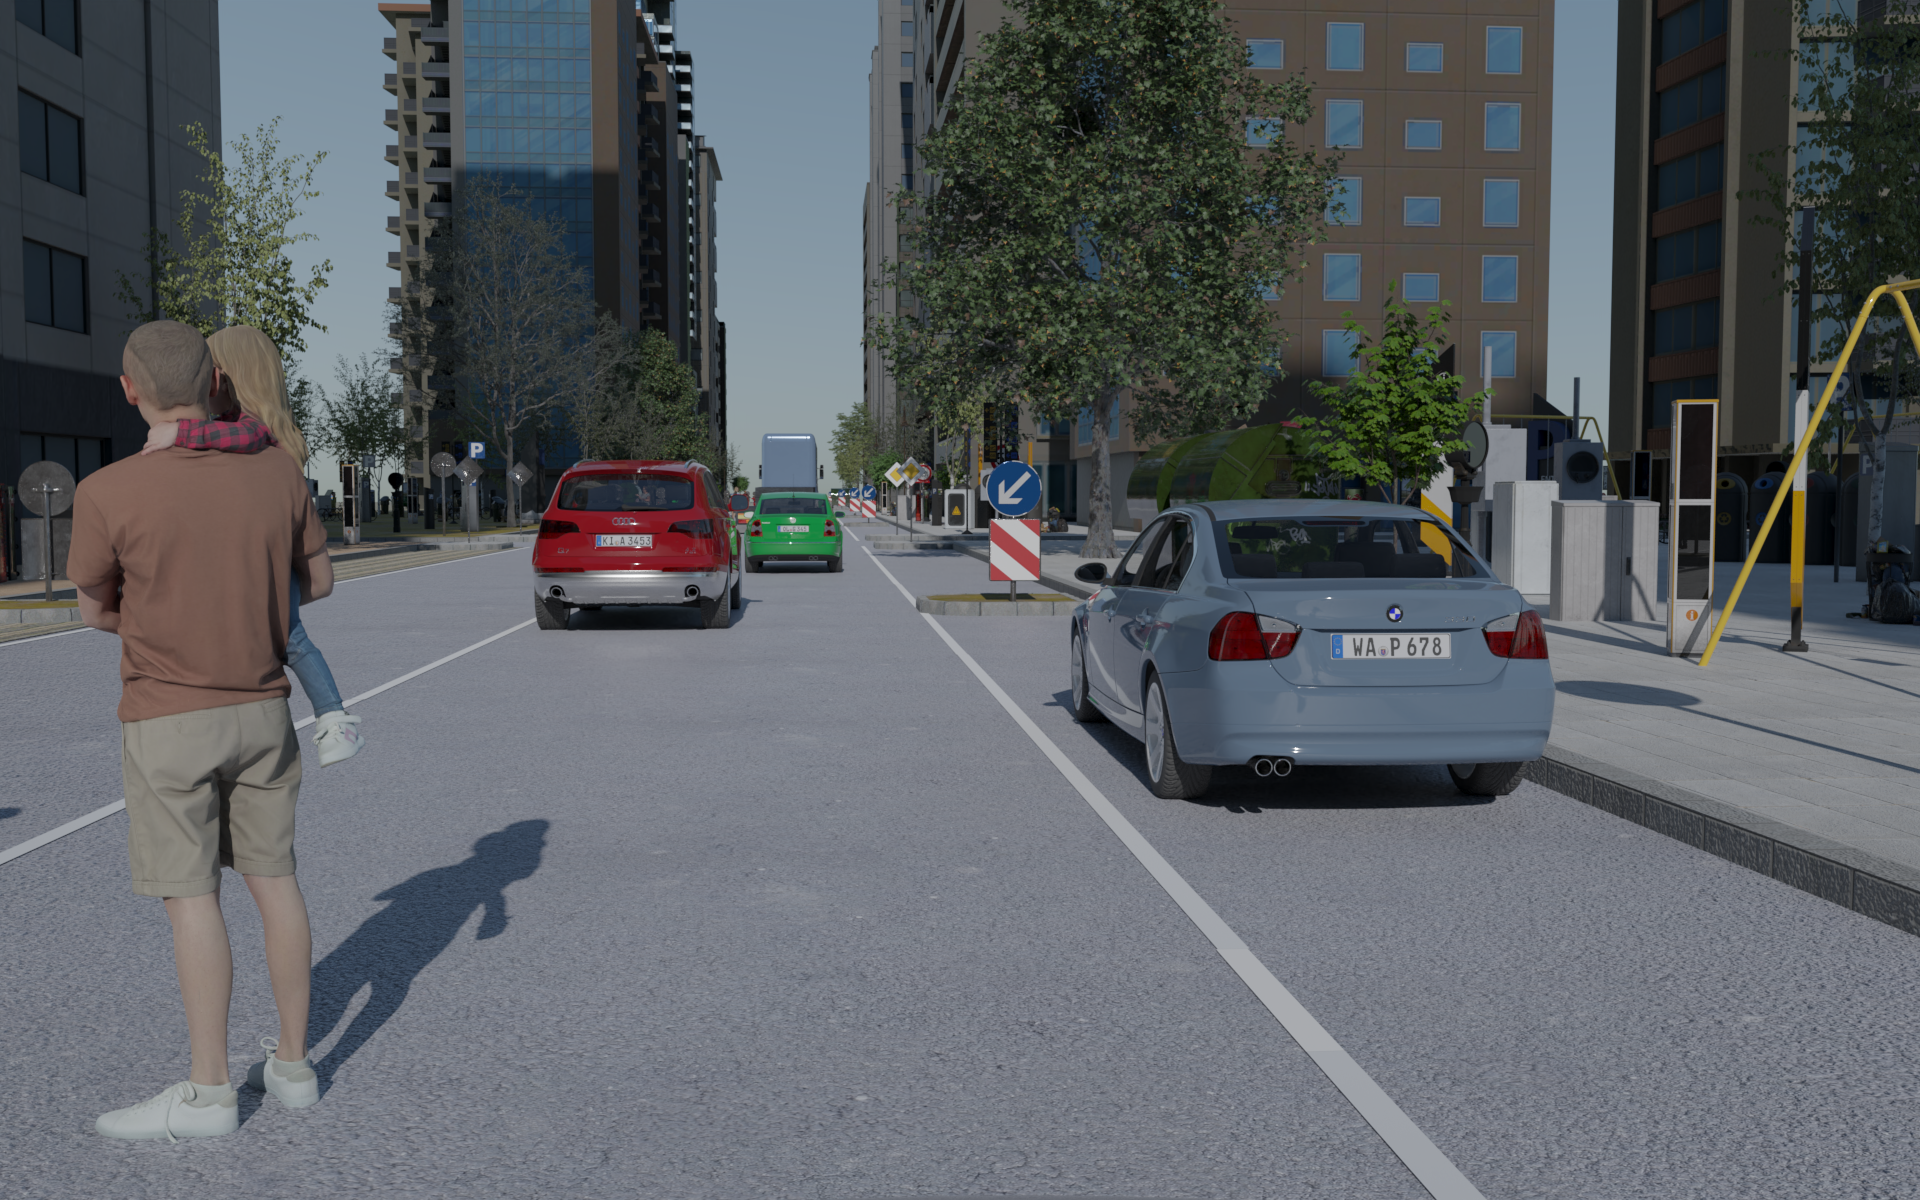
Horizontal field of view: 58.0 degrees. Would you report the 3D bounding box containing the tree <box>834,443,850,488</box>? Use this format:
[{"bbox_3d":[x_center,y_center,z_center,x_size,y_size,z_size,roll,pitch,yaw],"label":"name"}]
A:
[{"bbox_3d":[-14.571,-17.116,230.206,4.360,8.622,3.978,0,3,0],"label":"tree"}]

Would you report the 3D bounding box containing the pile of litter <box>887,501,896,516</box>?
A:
[{"bbox_3d":[-3.632,-5.308,100.750,1.176,0.858,1.719,-2,4,-29],"label":"pile of litter"}]

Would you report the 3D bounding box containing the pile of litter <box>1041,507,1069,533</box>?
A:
[{"bbox_3d":[2.928,-2.696,58.037,1.719,0.858,1.176,-2,4,-26],"label":"pile of litter"}]

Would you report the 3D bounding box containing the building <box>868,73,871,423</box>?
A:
[{"bbox_3d":[-1.478,-42.120,230.658,21.231,58.520,28.212,0,4,-5],"label":"building"}]

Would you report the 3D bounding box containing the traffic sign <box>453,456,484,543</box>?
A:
[{"bbox_3d":[-12.806,-2.537,45.129,0.795,2.450,0.064,0,4,-5],"label":"traffic sign"}]

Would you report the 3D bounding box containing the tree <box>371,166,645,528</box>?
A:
[{"bbox_3d":[-17.359,-9.522,66.050,12.009,13.543,11.850,0,3,0],"label":"tree"}]

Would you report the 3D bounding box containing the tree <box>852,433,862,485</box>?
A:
[{"bbox_3d":[-5.987,-11.432,137.278,4.360,8.622,3.978,0,3,0],"label":"tree"}]

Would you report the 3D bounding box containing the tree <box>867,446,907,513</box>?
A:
[{"bbox_3d":[-4.635,-8.165,117.219,4.285,4.588,4.351,0,3,0],"label":"tree"}]

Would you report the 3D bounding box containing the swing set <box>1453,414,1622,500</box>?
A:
[{"bbox_3d":[11.534,-2.256,34.513,3.119,2.851,2.862,-1,4,-22],"label":"swing set"}]

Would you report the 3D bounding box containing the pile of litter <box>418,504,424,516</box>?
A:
[{"bbox_3d":[-31.663,-5.364,101.668,1.176,0.858,1.719,-1,4,-11],"label":"pile of litter"}]

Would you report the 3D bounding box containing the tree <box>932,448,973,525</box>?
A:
[{"bbox_3d":[-0.248,-4.769,72.567,1.663,3.219,1.824,0,3,0],"label":"tree"}]

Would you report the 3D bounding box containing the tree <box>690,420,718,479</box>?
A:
[{"bbox_3d":[-24.962,-12.753,158.878,4.360,8.622,3.978,0,3,0],"label":"tree"}]

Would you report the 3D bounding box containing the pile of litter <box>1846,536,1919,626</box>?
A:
[{"bbox_3d":[9.634,-0.216,17.502,1.176,0.858,1.719,2,4,24],"label":"pile of litter"}]

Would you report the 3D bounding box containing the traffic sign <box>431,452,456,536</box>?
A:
[{"bbox_3d":[-15.686,-3.211,52.600,0.768,2.556,0.104,0,4,-2],"label":"traffic sign"}]

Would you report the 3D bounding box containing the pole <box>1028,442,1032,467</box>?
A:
[{"bbox_3d":[2.751,-4.549,68.211,0.158,3.312,0.155,0,3,0],"label":"pole"}]

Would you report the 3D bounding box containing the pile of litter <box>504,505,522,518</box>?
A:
[{"bbox_3d":[-23.677,-4.784,92.183,1.719,0.858,1.176,-2,4,-29],"label":"pile of litter"}]

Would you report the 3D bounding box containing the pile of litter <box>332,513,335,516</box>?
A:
[{"bbox_3d":[-37.705,-5.397,102.199,1.719,0.858,1.176,0,4,8],"label":"pile of litter"}]

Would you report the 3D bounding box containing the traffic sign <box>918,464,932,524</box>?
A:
[{"bbox_3d":[-1.574,-4.516,73.949,0.768,2.556,0.104,0,4,-1],"label":"traffic sign"}]

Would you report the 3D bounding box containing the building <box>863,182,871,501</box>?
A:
[{"bbox_3d":[-3.332,-38.658,255.755,21.300,48.544,21.600,0,4,-5],"label":"building"}]

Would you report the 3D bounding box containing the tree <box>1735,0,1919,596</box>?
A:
[{"bbox_3d":[11.744,-4.367,21.760,4.737,8.622,4.395,0,3,0],"label":"tree"}]

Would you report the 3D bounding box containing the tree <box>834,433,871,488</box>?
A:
[{"bbox_3d":[-12.255,-15.289,200.338,4.737,8.622,4.395,0,3,0],"label":"tree"}]

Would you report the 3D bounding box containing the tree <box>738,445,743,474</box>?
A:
[{"bbox_3d":[-32.256,-17.800,241.388,4.360,8.622,3.978,0,3,0],"label":"tree"}]

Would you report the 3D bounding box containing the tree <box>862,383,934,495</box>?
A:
[{"bbox_3d":[-3.097,-9.714,109.182,4.360,8.622,3.978,0,3,0],"label":"tree"}]

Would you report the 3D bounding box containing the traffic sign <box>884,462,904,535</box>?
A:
[{"bbox_3d":[-1.967,-3.082,54.025,0.795,2.450,0.064,0,4,-5],"label":"traffic sign"}]

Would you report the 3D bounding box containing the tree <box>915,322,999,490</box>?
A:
[{"bbox_3d":[-0.078,-7.095,66.358,4.737,8.622,4.395,0,3,0],"label":"tree"}]

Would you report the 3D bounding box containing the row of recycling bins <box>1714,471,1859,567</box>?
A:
[{"bbox_3d":[15.337,-1.515,31.882,1.069,1.692,3.534,-2,4,-33],"label":"row of recycling bins"}]

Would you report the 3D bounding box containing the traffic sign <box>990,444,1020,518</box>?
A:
[{"bbox_3d":[1.131,-2.678,43.895,0.768,2.556,0.104,0,4,-4],"label":"traffic sign"}]

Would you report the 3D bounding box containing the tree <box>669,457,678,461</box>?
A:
[{"bbox_3d":[-23.845,-9.823,144.315,4.285,4.588,4.351,0,3,0],"label":"tree"}]

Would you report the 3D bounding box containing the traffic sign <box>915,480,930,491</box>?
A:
[{"bbox_3d":[-1.861,-5.003,81.807,0.884,2.594,0.081,0,3,0],"label":"traffic sign"}]

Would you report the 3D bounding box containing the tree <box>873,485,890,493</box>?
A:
[{"bbox_3d":[-6.513,-9.166,144.468,1.663,3.219,1.824,0,3,0],"label":"tree"}]

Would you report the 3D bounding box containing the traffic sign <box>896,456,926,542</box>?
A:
[{"bbox_3d":[-1.300,-2.595,46.068,0.795,2.450,0.064,0,4,-5],"label":"traffic sign"}]

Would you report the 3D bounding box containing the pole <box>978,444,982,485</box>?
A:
[{"bbox_3d":[0.815,-4.660,70.039,0.158,3.312,0.155,0,3,0],"label":"pole"}]

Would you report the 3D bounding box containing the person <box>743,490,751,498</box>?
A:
[{"bbox_3d":[-22.322,-10.494,180.037,1.348,1.831,0.705,-2,4,-27],"label":"person"}]

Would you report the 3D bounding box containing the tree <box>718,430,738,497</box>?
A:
[{"bbox_3d":[-26.516,-14.246,183.277,4.360,8.622,3.978,0,3,0],"label":"tree"}]

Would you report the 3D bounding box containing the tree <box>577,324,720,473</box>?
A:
[{"bbox_3d":[-21.026,-12.220,116.813,9.611,12.733,9.660,0,3,0],"label":"tree"}]

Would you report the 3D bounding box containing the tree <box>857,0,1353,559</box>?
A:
[{"bbox_3d":[2.837,-7.179,34.389,9.611,12.733,9.660,0,3,0],"label":"tree"}]

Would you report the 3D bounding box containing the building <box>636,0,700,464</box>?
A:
[{"bbox_3d":[-44.706,-55.885,226.383,22.319,86.520,31.000,0,4,-5],"label":"building"}]

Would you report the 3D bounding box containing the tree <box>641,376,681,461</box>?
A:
[{"bbox_3d":[-19.878,-9.576,106.924,4.360,8.622,3.978,0,3,0],"label":"tree"}]

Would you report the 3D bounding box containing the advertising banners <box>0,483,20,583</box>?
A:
[{"bbox_3d":[-13.896,-1.765,25.046,0.090,3.025,2.074,-1,4,-18],"label":"advertising banners"}]

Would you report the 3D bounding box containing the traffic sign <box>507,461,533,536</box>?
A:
[{"bbox_3d":[-13.472,-3.024,53.086,0.795,2.450,0.064,0,4,-5],"label":"traffic sign"}]

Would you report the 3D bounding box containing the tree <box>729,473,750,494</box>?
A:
[{"bbox_3d":[-33.967,-17.336,267.160,4.285,4.588,4.351,0,3,0],"label":"tree"}]

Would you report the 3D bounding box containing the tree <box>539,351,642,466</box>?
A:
[{"bbox_3d":[-18.557,-8.375,87.299,4.360,8.622,3.978,0,3,0],"label":"tree"}]

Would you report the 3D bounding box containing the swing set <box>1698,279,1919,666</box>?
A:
[{"bbox_3d":[7.138,-0.851,11.530,2.862,2.851,3.119,0,4,-8],"label":"swing set"}]

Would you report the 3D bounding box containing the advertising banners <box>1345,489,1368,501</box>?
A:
[{"bbox_3d":[8.658,-2.757,41.261,2.074,3.025,0.090,1,4,12],"label":"advertising banners"}]

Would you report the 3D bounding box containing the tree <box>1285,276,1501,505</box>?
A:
[{"bbox_3d":[3.889,-1.280,15.536,1.663,3.219,1.824,0,3,0],"label":"tree"}]

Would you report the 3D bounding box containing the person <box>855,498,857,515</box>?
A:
[{"bbox_3d":[-7.012,-6.307,115.895,0.425,1.301,0.394,1,4,13],"label":"person"}]

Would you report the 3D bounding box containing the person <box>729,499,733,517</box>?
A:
[{"bbox_3d":[-8.699,-3.190,65.340,0.352,1.250,0.332,-3,4,-36],"label":"person"}]

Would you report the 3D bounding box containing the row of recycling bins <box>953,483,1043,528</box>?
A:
[{"bbox_3d":[1.388,-3.530,64.831,3.534,1.692,1.069,1,4,17],"label":"row of recycling bins"}]

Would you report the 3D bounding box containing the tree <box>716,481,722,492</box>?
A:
[{"bbox_3d":[-28.811,-12.700,202.247,1.663,3.219,1.824,0,3,0],"label":"tree"}]

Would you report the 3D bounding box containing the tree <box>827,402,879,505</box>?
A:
[{"bbox_3d":[-12.413,-17.986,212.194,7.486,12.596,7.792,0,3,0],"label":"tree"}]

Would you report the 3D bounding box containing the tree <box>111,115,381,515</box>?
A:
[{"bbox_3d":[-14.161,-5.107,33.868,4.737,8.622,4.395,0,3,0],"label":"tree"}]

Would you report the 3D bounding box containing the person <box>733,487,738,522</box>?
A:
[{"bbox_3d":[-11.808,-4.924,89.218,0.699,1.804,1.509,3,4,36],"label":"person"}]

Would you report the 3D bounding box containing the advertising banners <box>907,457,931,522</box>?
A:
[{"bbox_3d":[-1.924,-5.172,80.752,0.090,3.025,2.074,-2,4,-32],"label":"advertising banners"}]

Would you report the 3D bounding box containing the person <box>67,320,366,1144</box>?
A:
[{"bbox_3d":[-1.701,0.272,4.021,0.573,1.828,0.580,0,4,-6],"label":"person"}]
